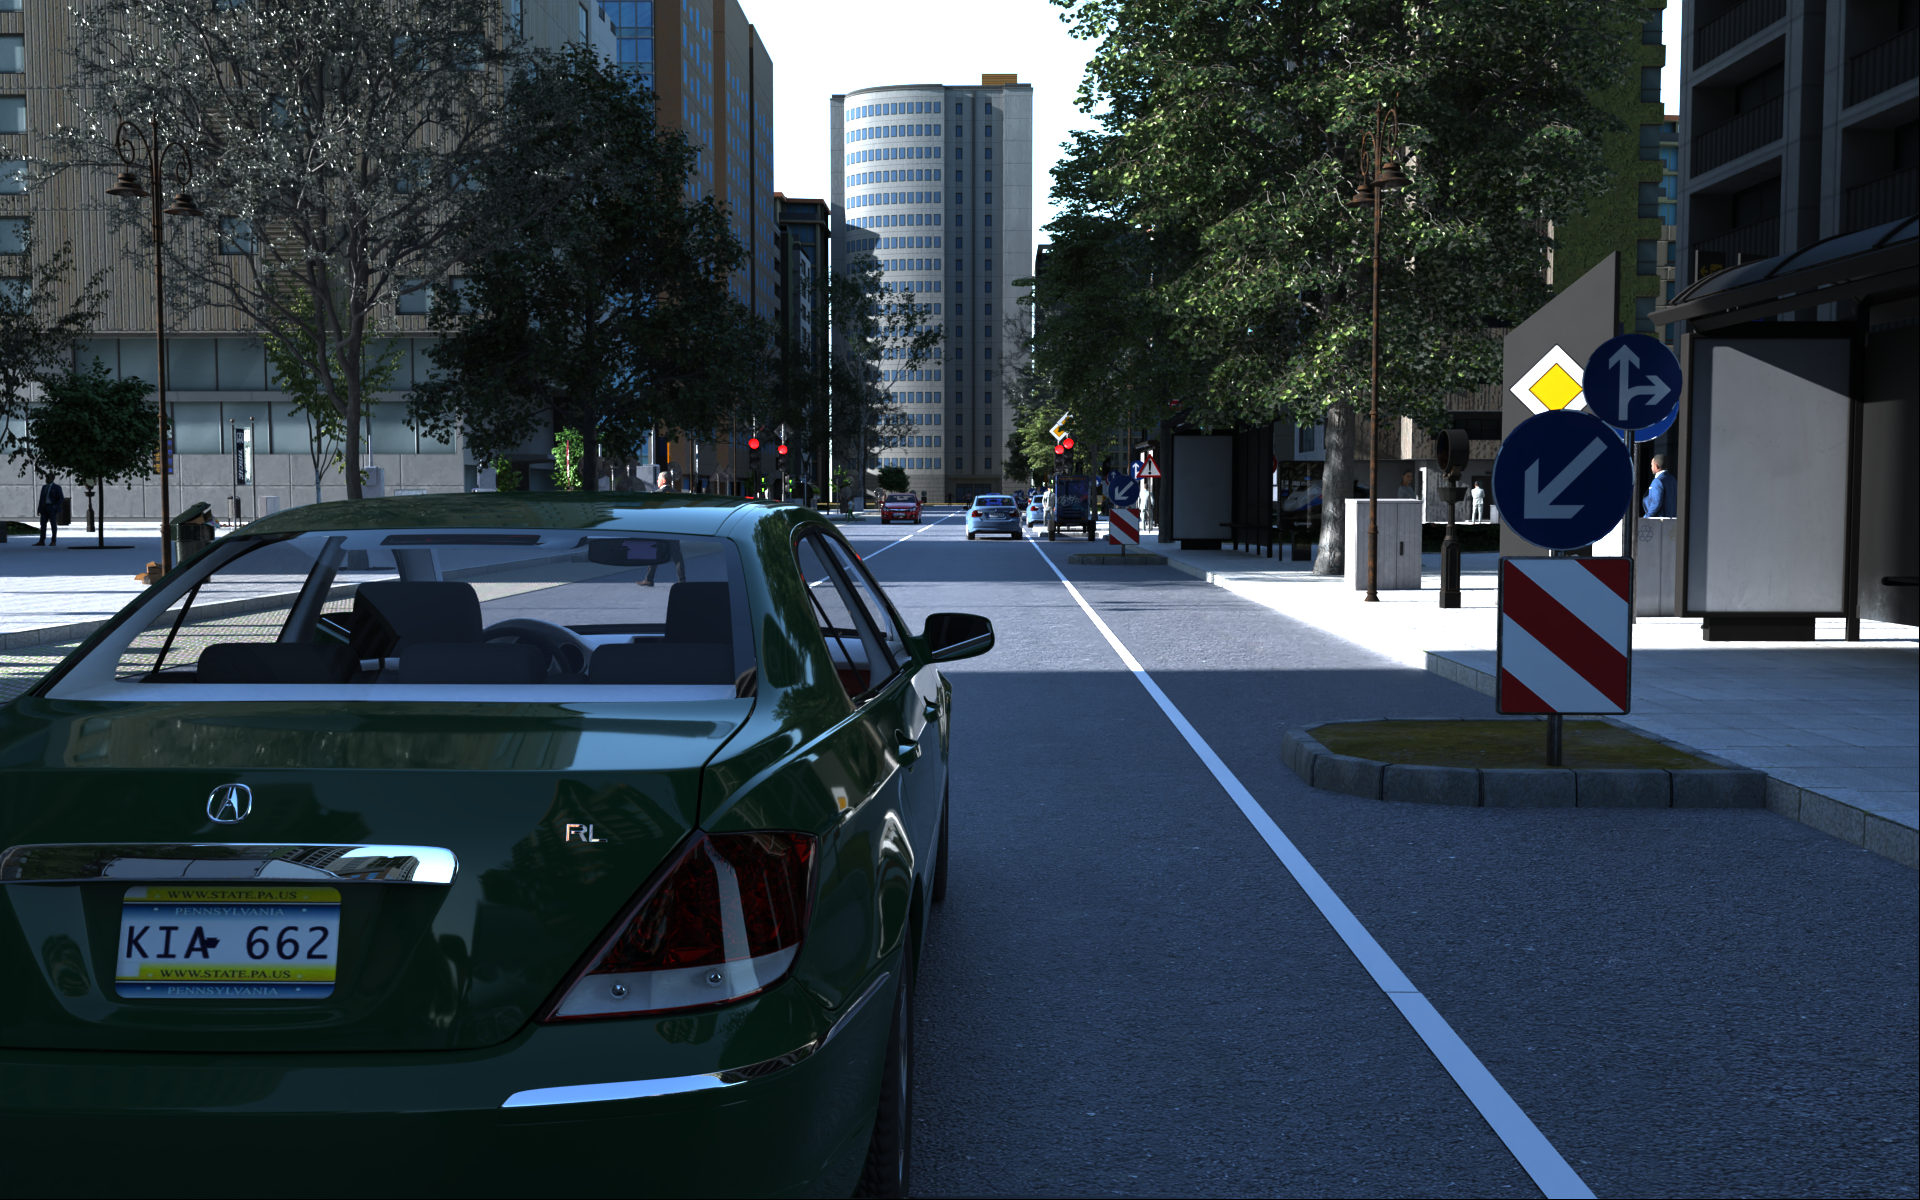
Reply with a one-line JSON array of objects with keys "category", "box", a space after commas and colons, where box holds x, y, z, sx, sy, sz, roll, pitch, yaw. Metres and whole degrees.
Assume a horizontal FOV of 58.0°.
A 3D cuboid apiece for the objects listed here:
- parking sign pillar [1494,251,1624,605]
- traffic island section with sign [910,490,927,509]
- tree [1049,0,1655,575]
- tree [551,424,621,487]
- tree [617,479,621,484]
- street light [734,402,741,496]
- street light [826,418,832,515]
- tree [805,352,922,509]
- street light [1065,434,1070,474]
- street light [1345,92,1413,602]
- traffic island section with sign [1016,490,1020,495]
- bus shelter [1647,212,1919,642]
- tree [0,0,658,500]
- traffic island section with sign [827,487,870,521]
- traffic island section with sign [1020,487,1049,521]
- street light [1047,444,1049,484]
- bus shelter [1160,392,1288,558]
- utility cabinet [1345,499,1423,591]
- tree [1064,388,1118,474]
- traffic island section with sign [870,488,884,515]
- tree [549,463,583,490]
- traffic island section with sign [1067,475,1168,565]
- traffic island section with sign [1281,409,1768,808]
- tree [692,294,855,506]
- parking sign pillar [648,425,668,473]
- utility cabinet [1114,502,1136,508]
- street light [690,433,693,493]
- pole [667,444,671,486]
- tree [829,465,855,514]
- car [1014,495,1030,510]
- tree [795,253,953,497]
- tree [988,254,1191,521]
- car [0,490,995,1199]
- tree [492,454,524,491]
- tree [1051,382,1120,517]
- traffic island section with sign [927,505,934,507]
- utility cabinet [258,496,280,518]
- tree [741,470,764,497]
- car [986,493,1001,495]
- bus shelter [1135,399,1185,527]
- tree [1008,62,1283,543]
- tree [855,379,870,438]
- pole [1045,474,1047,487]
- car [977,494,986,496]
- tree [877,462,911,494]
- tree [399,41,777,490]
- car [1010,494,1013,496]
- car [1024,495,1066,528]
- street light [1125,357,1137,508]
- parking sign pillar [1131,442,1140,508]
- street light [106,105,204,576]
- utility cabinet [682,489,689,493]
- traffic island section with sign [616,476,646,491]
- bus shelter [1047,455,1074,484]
[{"category": "parking sign pillar", "box": [6.909, -1.919, 19.840, 1.447, 3.967, 1.447, 3, 5, 43]}, {"category": "traffic island section with sign", "box": [-4.522, -9.806, 168.948, 1.989, 1.847, 2.006, 0, 4, 1]}, {"category": "tree", "box": [5.993, -7.383, 27.373, 9.857, 13.997, 8.962, 0, 3, 0]}, {"category": "tree", "box": [-15.518, -5.450, 72.824, 4.285, 4.588, 4.351, 0, 3, 0]}, {"category": "tree", "box": [-22.061, -7.462, 116.598, 1.663, 3.219, 1.824, 0, 3, 0]}, {"category": "street light", "box": [-8.806, -5.814, 67.842, 0.468, 5.910, 1.993, 0, 4, 1]}, {"category": "street light", "box": [-8.061, -8.126, 105.656, 0.468, 5.910, 1.993, 0, 4, 1]}, {"category": "tree", "box": [-8.393, -14.607, 149.193, 12.009, 13.543, 11.850, 0, 3, 0]}, {"category": "street light", "box": [6.556, -8.022, 103.954, 0.468, 5.910, 1.993, 0, 4, 1]}, {"category": "street light", "box": [4.923, -2.919, 20.518, 0.468, 5.910, 1.993, 0, 4, 1]}, {"category": "traffic island section with sign", "box": [4.825, -6.708, 118.303, 1.989, 1.847, 2.006, 0, 4, 1]}, {"category": "bus shelter", "box": [7.010, -1.138, 12.531, 2.014, 3.302, 5.546, 0, 4, 1]}, {"category": "tree", "box": [-10.308, -7.245, 28.820, 12.009, 13.543, 11.850, 0, 3, 0]}, {"category": "traffic island section with sign", "box": [-6.002, -5.092, 91.890, 1.989, 1.847, 2.006, 0, 4, 1]}, {"category": "traffic island section with sign", "box": [4.310, -5.057, 91.316, 1.989, 1.847, 2.006, 0, 4, 1]}, {"category": "street light", "box": [7.231, -10.298, 141.168, 0.468, 5.910, 1.993, 0, 4, 1]}, {"category": "bus shelter", "box": [5.571, -2.649, 37.242, 2.014, 3.302, 5.546, 0, 4, 1]}, {"category": "utility cabinet", "box": [5.683, -0.737, 23.218, 1.020, 1.237, 0.306, -1, 4, -18]}, {"category": "tree", "box": [8.146, -9.999, 113.842, 4.737, 8.622, 4.395, 0, 3, 0]}, {"category": "traffic island section with sign", "box": [-5.486, -6.744, 118.885, 1.989, 1.847, 2.006, 0, 4, 1]}, {"category": "tree", "box": [-17.594, -5.156, 78.896, 1.663, 3.219, 1.824, 0, 3, 0]}, {"category": "traffic island section with sign", "box": [3.242, -1.675, 36.012, 1.989, 1.847, 2.006, 0, 4, 1]}, {"category": "traffic island section with sign", "box": [2.721, -0.014, 8.862, 1.989, 1.847, 2.006, 0, 4, 1]}, {"category": "tree", "box": [-9.567, -8.954, 80.809, 7.601, 10.594, 8.767, 0, 4, 7]}, {"category": "parking sign pillar", "box": [-10.317, -4.318, 59.063, 1.447, 3.967, 1.447, -1, 4, -20]}, {"category": "utility cabinet", "box": [8.069, -4.654, 84.776, 1.173, 1.500, 0.318, -2, 4, -33]}, {"category": "street light", "box": [-9.053, -5.235, 58.374, 0.468, 5.910, 1.993, 0, 4, 1]}, {"category": "pole", "box": [-11.536, -4.567, 68.512, 0.158, 3.312, 0.155, 0, 3, 0]}, {"category": "tree", "box": [-7.975, -7.355, 114.848, 1.663, 3.219, 1.824, 0, 3, 0]}, {"category": "car", "box": [4.873, -7.496, 135.135, 1.945, 1.354, 3.894, 0, 4, 2]}, {"category": "tree", "box": [-6.747, -17.033, 134.371, 12.611, 20.169, 13.585, 0, 3, 0]}, {"category": "tree", "box": [6.390, -10.546, 82.800, 12.009, 13.543, 11.850, 0, 3, 0]}, {"category": "car", "box": [-0.971, 0.432, 4.729, 2.131, 1.459, 4.920, 0, 4, 1]}, {"category": "tree", "box": [-19.999, -4.990, 76.182, 1.663, 3.219, 1.824, 0, 3, 0]}, {"category": "tree", "box": [7.341, -9.089, 98.971, 4.360, 8.622, 3.978, 0, 3, 0]}, {"category": "traffic island section with sign", "box": [-4.000, -11.484, 196.387, 1.989, 1.847, 2.006, 0, 4, 1]}, {"category": "utility cabinet", "box": [-23.557, -2.932, 59.097, 0.306, 1.237, 1.020, 0, 4, 2]}, {"category": "tree", "box": [-14.762, -7.968, 124.880, 1.663, 3.219, 1.824, 0, 3, 0]}, {"category": "car", "box": [2.640, -7.812, 137.314, 1.945, 1.707, 3.694, 0, 4, 0]}, {"category": "bus shelter", "box": [8.363, -5.696, 70.755, 2.179, 5.291, 8.768, 0, 4, 1]}, {"category": "tree", "box": [5.035, -7.762, 45.029, 7.486, 12.596, 7.792, 0, 3, 0]}, {"category": "tree", "box": [-9.114, -10.144, 100.262, 8.767, 10.594, 7.601, 0, 4, 8]}, {"category": "pole", "box": [6.580, -8.484, 132.556, 0.158, 3.312, 0.155, 0, 3, 0]}, {"category": "car", "box": [2.529, -11.087, 191.065, 2.009, 1.686, 4.222, 0, 4, 2]}, {"category": "tree", "box": [-6.890, -11.611, 173.551, 4.285, 4.588, 4.351, 0, 3, 0]}, {"category": "tree", "box": [-9.422, -7.786, 44.308, 9.611, 12.733, 9.660, 0, 3, 0]}, {"category": "car", "box": [5.811, -10.468, 179.940, 1.959, 1.807, 4.718, 0, 4, 1]}, {"category": "car", "box": [3.777, -3.863, 75.156, 2.014, 1.417, 4.499, 0, 4, 1]}, {"category": "street light", "box": [5.682, -5.212, 58.005, 0.468, 5.910, 1.993, 0, 4, 1]}, {"category": "parking sign pillar", "box": [9.114, -6.194, 89.747, 1.447, 3.967, 1.447, -1, 4, -15]}, {"category": "street light", "box": [-9.761, -2.959, 21.162, 0.468, 5.910, 1.993, 0, 4, 1]}, {"category": "utility cabinet", "box": [-12.402, -4.261, 78.343, 0.318, 1.500, 1.173, 0, 4, -8]}, {"category": "traffic island section with sign", "box": [-7.065, -1.731, 36.929, 1.989, 1.847, 2.006, 0, 4, 1]}, {"category": "bus shelter", "box": [7.923, -9.659, 135.548, 2.179, 5.291, 8.768, 0, 4, 1]}]
